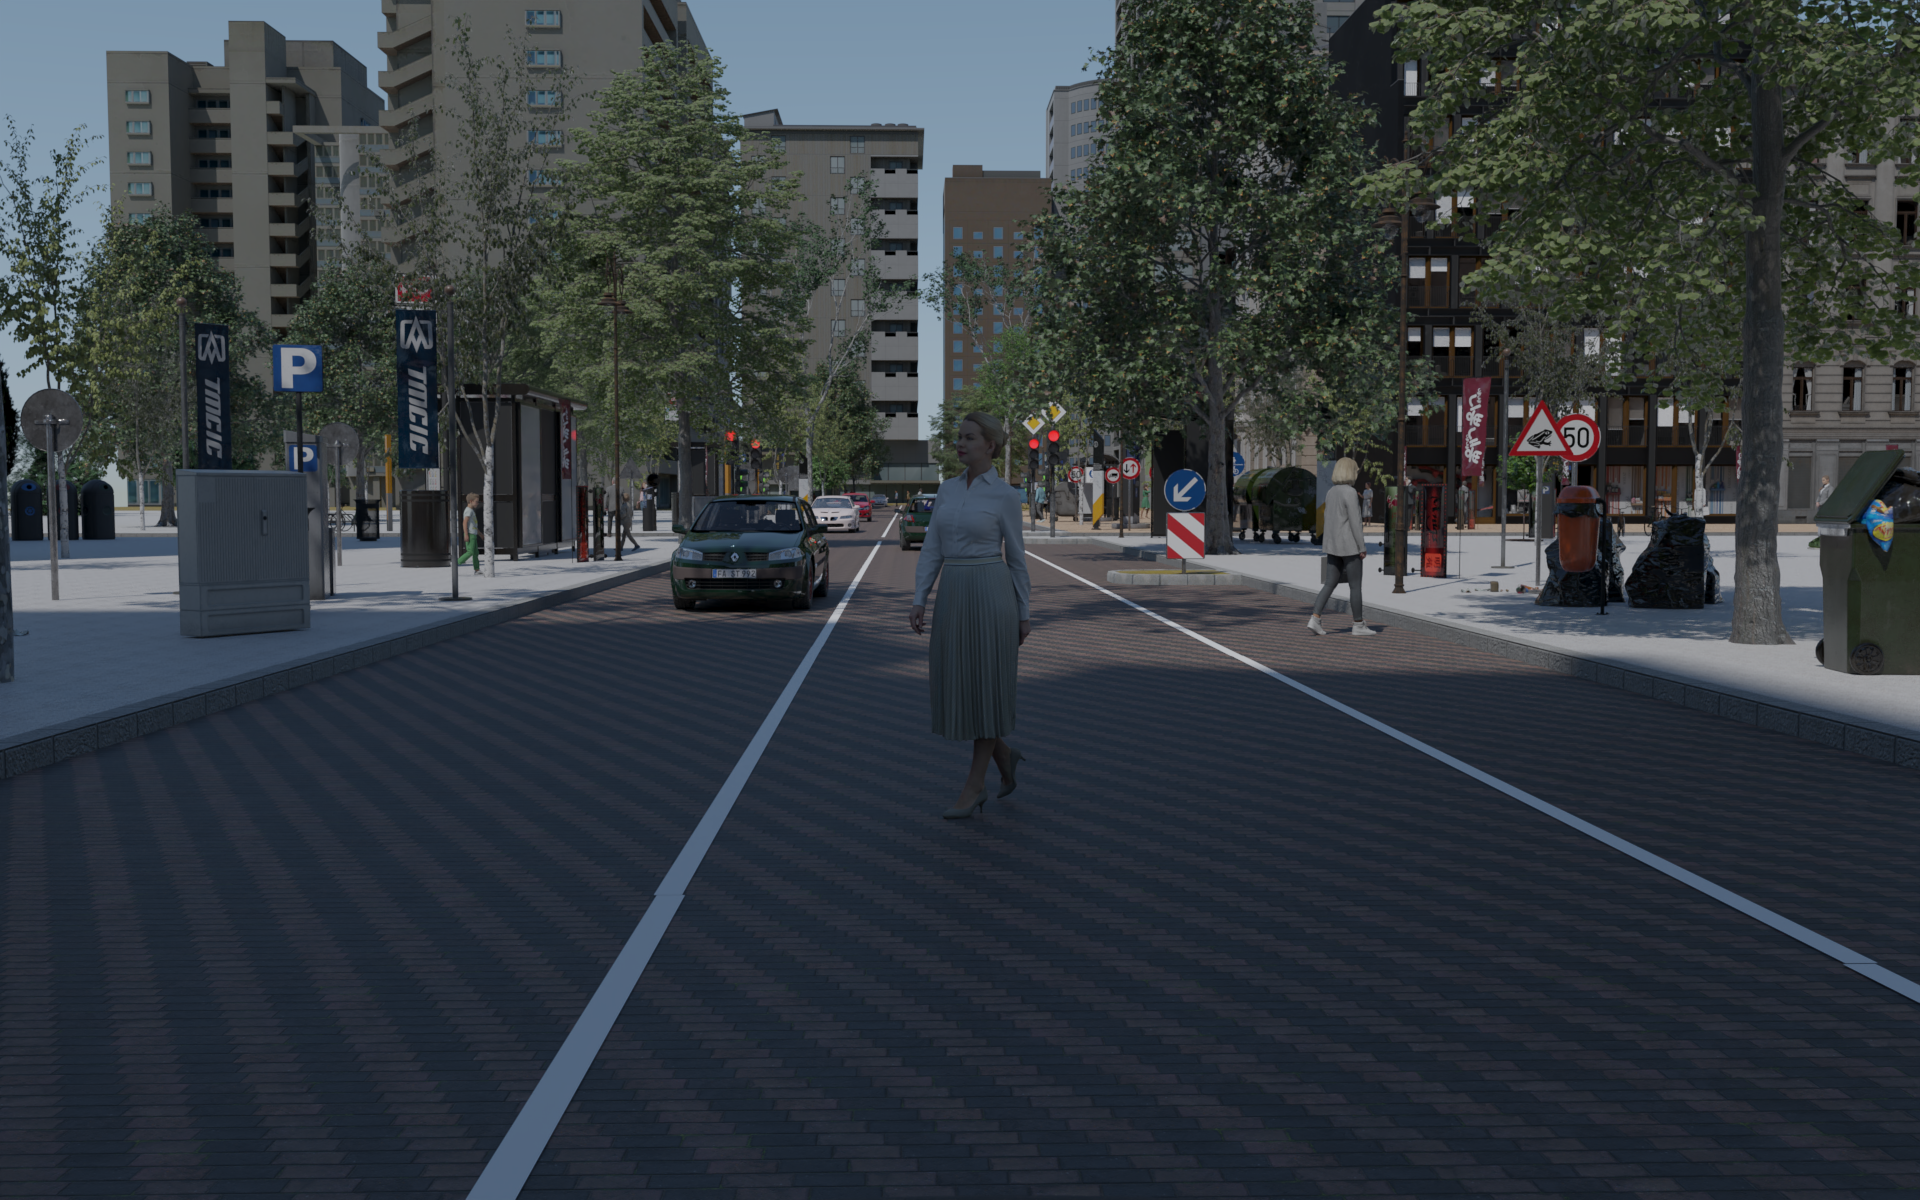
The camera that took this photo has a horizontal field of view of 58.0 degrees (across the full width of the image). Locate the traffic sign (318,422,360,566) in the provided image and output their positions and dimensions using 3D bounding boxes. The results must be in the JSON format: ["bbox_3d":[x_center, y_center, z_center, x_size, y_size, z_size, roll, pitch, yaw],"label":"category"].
[{"bbox_3d":[-11.063,-1.878,30.812,0.768,2.556,0.104,0,4,-1],"label":"traffic sign"}]

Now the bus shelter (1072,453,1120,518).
[{"bbox_3d":[6.995,-5.794,88.655,2.014,3.302,5.546,0,4,-2],"label":"bus shelter"}]

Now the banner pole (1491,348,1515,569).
[{"bbox_3d":[9.320,-2.422,29.614,0.401,3.779,0.863,1,4,17],"label":"banner pole"}]

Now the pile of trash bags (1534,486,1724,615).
[{"bbox_3d":[7.467,-0.608,19.700,1.912,1.369,3.447,2,4,35],"label":"pile of trash bags"}]

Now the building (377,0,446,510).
[{"bbox_3d":[-35.293,-31.789,143.448,21.300,48.544,21.600,0,4,-2],"label":"building"}]

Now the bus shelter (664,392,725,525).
[{"bbox_3d":[-10.590,-5.697,70.771,2.179,5.291,8.768,0,4,-2],"label":"bus shelter"}]

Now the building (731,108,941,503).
[{"bbox_3d":[-16.717,-40.138,245.492,27.495,52.752,28.713,0,4,-2],"label":"building"}]

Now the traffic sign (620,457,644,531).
[{"bbox_3d":[-11.384,-3.664,59.918,0.884,2.594,0.081,0,4,0],"label":"traffic sign"}]

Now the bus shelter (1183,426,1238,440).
[{"bbox_3d":[8.434,-5.289,64.108,2.179,5.291,8.768,0,4,-2],"label":"bus shelter"}]

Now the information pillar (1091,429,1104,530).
[{"bbox_3d":[4.936,-4.313,61.872,0.183,3.616,0.504,-3,5,-40],"label":"information pillar"}]

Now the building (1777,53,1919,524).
[{"bbox_3d":[43.310,-14.009,78.195,18.267,20.994,9.793,0,4,-2],"label":"building"}]

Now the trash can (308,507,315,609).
[{"bbox_3d":[-7.226,-0.411,18.374,0.748,1.137,0.748,0,3,0],"label":"trash can"}]

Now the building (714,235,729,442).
[{"bbox_3d":[-32.425,-25.465,188.052,14.107,30.474,14.160,0,4,-2],"label":"building"}]

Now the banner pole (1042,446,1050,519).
[{"bbox_3d":[4.441,-6.142,90.439,0.401,3.779,0.863,-2,4,-28],"label":"banner pole"}]

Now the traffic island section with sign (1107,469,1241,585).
[{"bbox_3d":[3.442,-1.200,28.244,1.989,1.847,2.006,0,4,-2],"label":"traffic island section with sign"}]

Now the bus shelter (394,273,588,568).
[{"bbox_3d":[-9.260,-3.463,34.256,2.179,5.291,8.768,0,4,-2],"label":"bus shelter"}]

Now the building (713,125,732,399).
[{"bbox_3d":[-44.163,-40.012,243.432,27.495,52.752,28.713,0,4,-2],"label":"building"}]

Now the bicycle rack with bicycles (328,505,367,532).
[{"bbox_3d":[-21.692,-2.808,59.285,2.925,0.926,2.852,-2,4,-34],"label":"bicycle rack with bicycles"}]

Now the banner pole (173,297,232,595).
[{"bbox_3d":[-9.761,-1.976,22.328,0.401,3.779,0.863,3,4,38],"label":"banner pole"}]

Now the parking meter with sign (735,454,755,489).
[{"bbox_3d":[-9.255,-4.892,76.252,0.543,3.016,1.738,1,4,21],"label":"parking meter with sign"}]

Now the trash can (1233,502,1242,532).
[{"bbox_3d":[9.333,-2.877,58.694,0.748,1.137,0.748,0,3,0],"label":"trash can"}]

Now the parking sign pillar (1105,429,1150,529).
[{"bbox_3d":[6.358,-4.640,64.342,1.447,3.967,1.447,1,4,17],"label":"parking sign pillar"}]

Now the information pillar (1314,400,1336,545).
[{"bbox_3d":[9.118,-3.169,43.161,0.504,3.616,0.183,2,4,30],"label":"information pillar"}]

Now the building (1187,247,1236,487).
[{"bbox_3d":[24.420,-15.846,126.536,16.820,18.784,16.811,0,4,-2],"label":"building"}]

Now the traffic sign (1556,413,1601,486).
[{"bbox_3d":[9.692,-1.666,27.339,0.768,2.556,0.104,0,4,1],"label":"traffic sign"}]

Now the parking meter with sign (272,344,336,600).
[{"bbox_3d":[-7.937,-1.521,21.122,0.543,3.016,1.738,-1,4,-14],"label":"parking meter with sign"}]

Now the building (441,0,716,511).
[{"bbox_3d":[-35.319,-33.140,165.539,21.300,48.544,21.600,0,4,-2],"label":"building"}]

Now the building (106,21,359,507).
[{"bbox_3d":[-74.154,-34.205,182.945,21.600,48.544,21.300,0,4,-2],"label":"building"}]

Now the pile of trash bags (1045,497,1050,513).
[{"bbox_3d":[6.759,-6.739,119.942,1.912,1.369,3.447,0,4,-2],"label":"pile of trash bags"}]

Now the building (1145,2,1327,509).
[{"bbox_3d":[22.734,-28.417,148.216,14.154,41.232,14.086,0,4,-2],"label":"building"}]

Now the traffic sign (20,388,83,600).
[{"bbox_3d":[-10.937,-1.270,20.863,0.768,2.556,0.104,0,4,2],"label":"traffic sign"}]

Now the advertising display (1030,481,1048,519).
[{"bbox_3d":[3.984,-5.038,87.581,0.974,1.923,0.123,-1,4,-22],"label":"advertising display"}]

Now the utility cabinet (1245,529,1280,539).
[{"bbox_3d":[8.732,-2.380,50.072,1.020,1.237,0.306,1,4,15],"label":"utility cabinet"}]

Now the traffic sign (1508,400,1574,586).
[{"bbox_3d":[8.063,-1.474,24.098,0.884,2.594,0.081,0,4,3],"label":"traffic sign"}]

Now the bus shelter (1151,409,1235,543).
[{"bbox_3d":[6.147,-3.431,47.376,1.731,3.624,6.357,0,4,-2],"label":"bus shelter"}]

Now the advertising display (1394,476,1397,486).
[{"bbox_3d":[15.548,-3.445,61.544,0.123,1.923,0.974,2,4,24],"label":"advertising display"}]

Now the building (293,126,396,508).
[{"bbox_3d":[-51.219,-29.784,178.842,23.993,40.220,32.217,0,4,-2],"label":"building"}]

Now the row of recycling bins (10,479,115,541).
[{"bbox_3d":[-25.388,-2.500,47.994,3.534,1.692,1.069,-3,4,-39],"label":"row of recycling bins"}]

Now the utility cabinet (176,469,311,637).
[{"bbox_3d":[-6.537,-0.439,15.857,0.318,1.500,1.173,2,4,30],"label":"utility cabinet"}]

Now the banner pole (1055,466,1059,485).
[{"bbox_3d":[5.086,-6.304,93.091,0.401,3.779,0.863,-2,4,-29],"label":"banner pole"}]

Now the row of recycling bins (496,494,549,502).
[{"bbox_3d":[-14.643,-3.194,59.337,1.069,1.692,3.534,2,4,24],"label":"row of recycling bins"}]

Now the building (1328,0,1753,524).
[{"bbox_3d":[26.021,-15.252,79.043,15.834,23.373,12.332,0,4,-2],"label":"building"}]

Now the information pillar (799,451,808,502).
[{"bbox_3d":[-8.534,-6.293,94.244,0.504,3.616,0.183,-1,4,-16],"label":"information pillar"}]

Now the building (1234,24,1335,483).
[{"bbox_3d":[24.214,-19.345,102.202,13.634,28.700,20.117,0,4,-2],"label":"building"}]

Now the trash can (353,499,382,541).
[{"bbox_3d":[-16.107,-2.169,47.110,0.748,1.137,0.748,0,3,0],"label":"trash can"}]

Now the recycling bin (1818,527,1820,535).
[{"bbox_3d":[26.319,-2.415,52.042,0.722,1.027,0.722,0,4,-6],"label":"recycling bin"}]

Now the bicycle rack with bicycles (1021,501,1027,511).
[{"bbox_3d":[3.600,-7.170,130.615,2.925,0.926,2.852,0,4,1],"label":"bicycle rack with bicycles"}]

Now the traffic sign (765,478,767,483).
[{"bbox_3d":[-13.714,-7.315,119.709,0.768,2.556,0.104,0,4,4],"label":"traffic sign"}]

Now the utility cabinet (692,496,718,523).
[{"bbox_3d":[-6.928,-2.189,46.945,0.306,1.237,1.020,3,4,38],"label":"utility cabinet"}]

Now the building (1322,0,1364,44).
[{"bbox_3d":[26.001,-44.439,164.828,20.563,71.187,20.611,0,4,-2],"label":"building"}]

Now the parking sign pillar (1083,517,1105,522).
[{"bbox_3d":[6.419,-5.650,80.844,1.447,3.967,1.447,0,4,4],"label":"parking sign pillar"}]

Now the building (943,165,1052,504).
[{"bbox_3d":[4.882,-35.987,238.497,14.200,45.320,14.600,0,4,-2],"label":"building"}]

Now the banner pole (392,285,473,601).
[{"bbox_3d":[-6.329,-1.882,20.784,0.863,3.779,0.401,-1,4,-15],"label":"banner pole"}]

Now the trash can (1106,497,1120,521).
[{"bbox_3d":[7.417,-4.425,84.002,0.748,1.137,0.748,0,3,0],"label":"trash can"}]

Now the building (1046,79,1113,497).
[{"bbox_3d":[26.647,-42.802,241.819,28.212,58.520,21.231,0,4,-2],"label":"building"}]

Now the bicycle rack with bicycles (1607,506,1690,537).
[{"bbox_3d":[20.333,-2.325,51.388,2.852,0.926,2.925,1,4,19],"label":"bicycle rack with bicycles"}]

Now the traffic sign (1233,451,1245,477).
[{"bbox_3d":[8.057,-3.137,51.393,0.768,2.556,0.104,0,4,8],"label":"traffic sign"}]
